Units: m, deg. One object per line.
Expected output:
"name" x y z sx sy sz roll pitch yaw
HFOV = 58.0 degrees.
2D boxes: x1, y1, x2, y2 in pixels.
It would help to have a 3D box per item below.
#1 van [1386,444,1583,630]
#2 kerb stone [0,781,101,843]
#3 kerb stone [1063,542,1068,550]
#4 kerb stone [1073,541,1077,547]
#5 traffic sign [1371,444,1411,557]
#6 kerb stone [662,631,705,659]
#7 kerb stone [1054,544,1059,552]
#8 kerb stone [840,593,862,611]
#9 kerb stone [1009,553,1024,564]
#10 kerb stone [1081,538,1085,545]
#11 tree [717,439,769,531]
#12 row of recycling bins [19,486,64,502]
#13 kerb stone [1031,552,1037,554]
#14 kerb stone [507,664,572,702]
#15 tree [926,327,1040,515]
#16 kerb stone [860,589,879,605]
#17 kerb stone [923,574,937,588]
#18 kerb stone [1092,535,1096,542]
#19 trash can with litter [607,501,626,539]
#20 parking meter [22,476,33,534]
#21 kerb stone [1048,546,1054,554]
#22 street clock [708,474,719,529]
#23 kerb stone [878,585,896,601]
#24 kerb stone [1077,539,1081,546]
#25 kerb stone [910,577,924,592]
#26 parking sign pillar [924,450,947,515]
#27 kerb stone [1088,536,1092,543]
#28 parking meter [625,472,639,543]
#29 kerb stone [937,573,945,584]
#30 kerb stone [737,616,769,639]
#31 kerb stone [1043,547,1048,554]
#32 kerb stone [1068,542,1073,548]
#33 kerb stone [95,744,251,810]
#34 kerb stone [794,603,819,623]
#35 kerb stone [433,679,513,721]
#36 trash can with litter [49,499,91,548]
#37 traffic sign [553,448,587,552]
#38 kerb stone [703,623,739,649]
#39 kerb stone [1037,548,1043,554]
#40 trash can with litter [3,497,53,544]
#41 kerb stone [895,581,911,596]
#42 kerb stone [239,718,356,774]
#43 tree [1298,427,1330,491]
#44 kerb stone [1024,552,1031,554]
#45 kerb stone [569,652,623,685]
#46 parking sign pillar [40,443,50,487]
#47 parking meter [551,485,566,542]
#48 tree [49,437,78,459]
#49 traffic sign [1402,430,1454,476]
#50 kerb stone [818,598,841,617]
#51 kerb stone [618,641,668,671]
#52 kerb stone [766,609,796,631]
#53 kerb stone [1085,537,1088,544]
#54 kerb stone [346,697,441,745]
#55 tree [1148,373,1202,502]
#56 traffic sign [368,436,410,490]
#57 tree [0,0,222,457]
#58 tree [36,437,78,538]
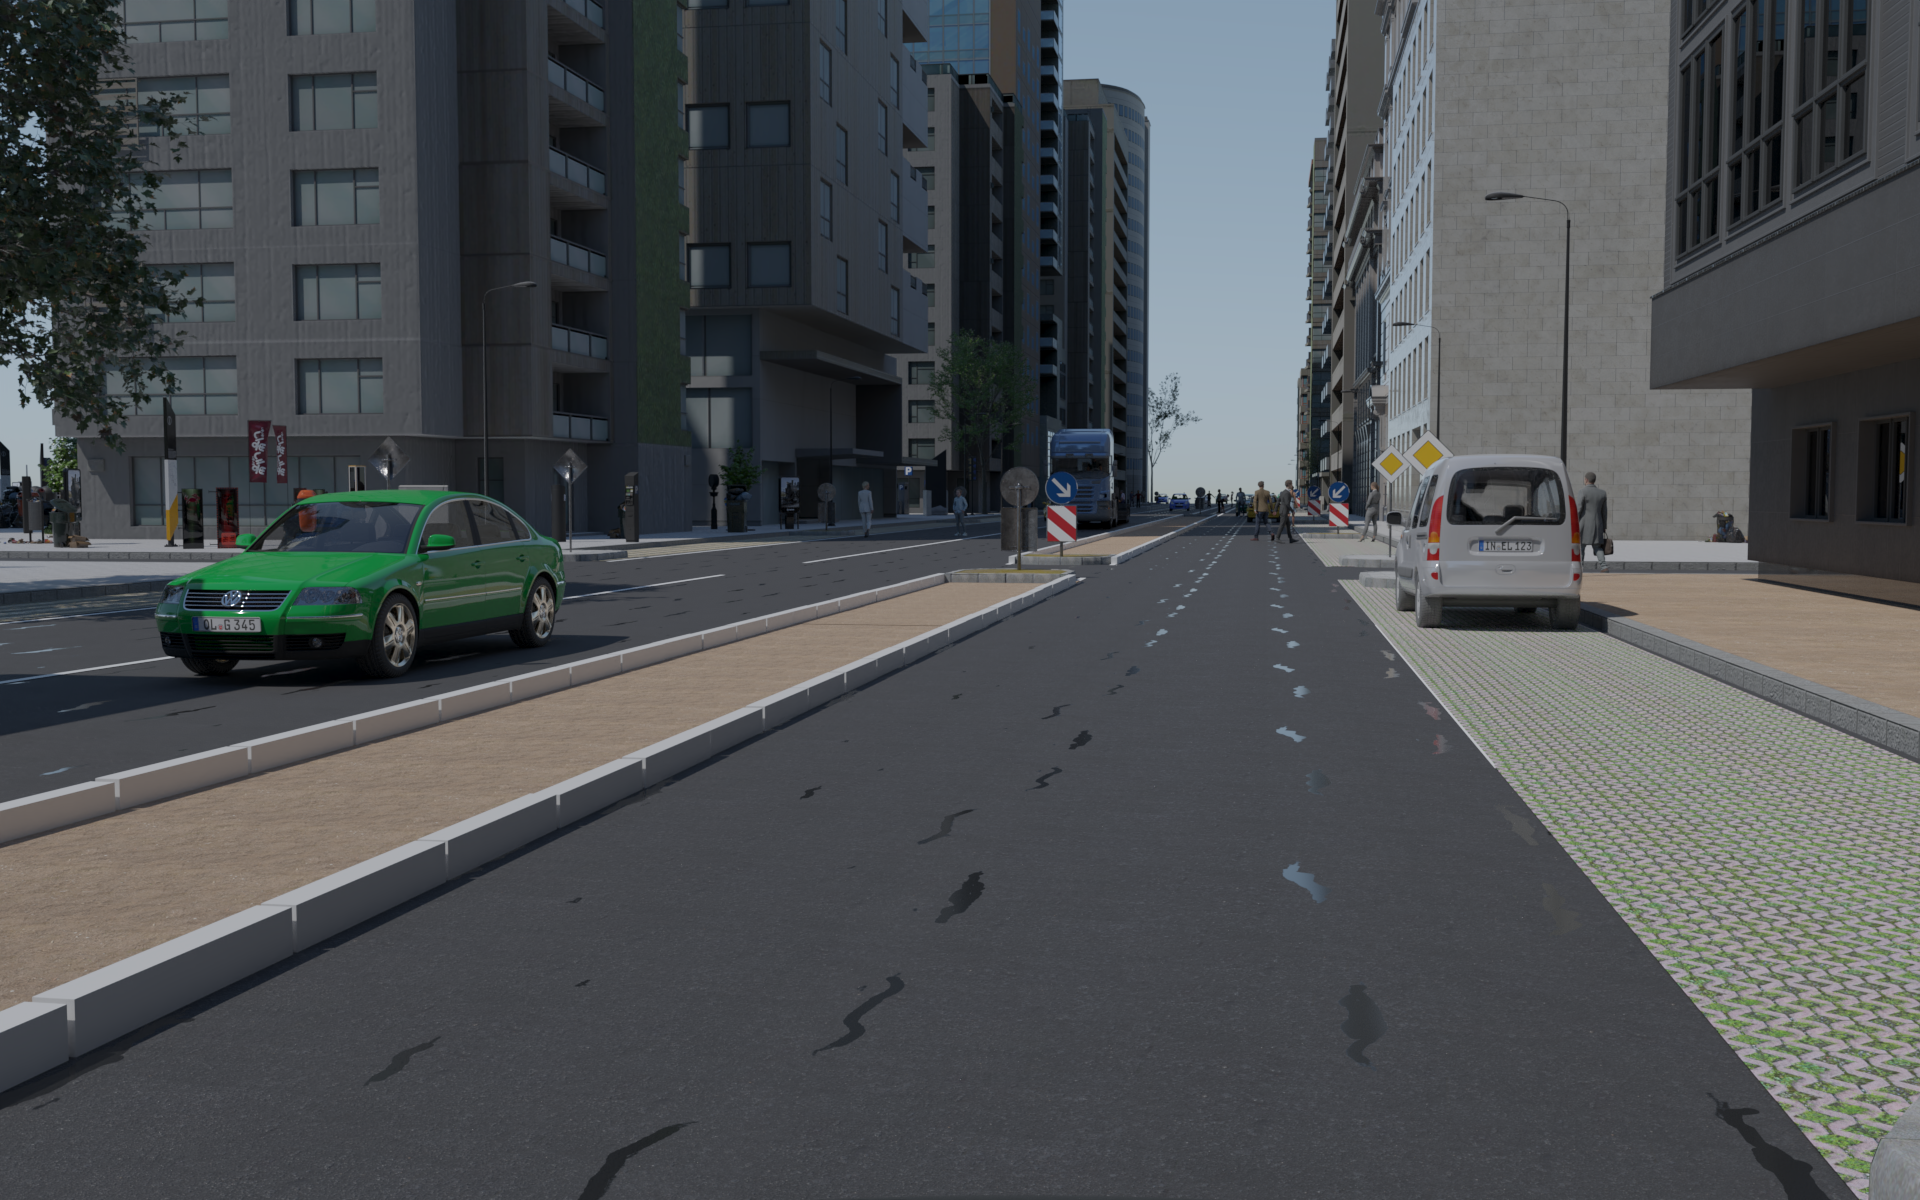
"van" 5.917 -0.775 19.678 2.013 2.044 4.112 1 4 10
"kerb stone" -3.931 0.920 7.280 0.120 0.150 1.000 1 4 10
"kerb stone" 2.581 -1.345 44.237 0.120 0.150 1.000 1 4 10
"kerb stone" 2.943 -1.472 46.255 0.120 0.150 1.000 1 4 10
"traffic sign" 8.707 -1.919 35.018 0.795 2.450 0.064 1 4 10
"kerb stone" -2.510 0.416 15.386 0.120 0.150 1.000 1 4 10
"kerb stone" 2.225 -1.224 42.208 0.120 0.150 1.000 1 4 10
"kerb stone" -1.425 0.045 21.456 0.120 0.150 1.000 1 4 10
"kerb stone" 1.150 -0.850 36.126 0.120 0.150 1.000 1 4 10
"kerb stone" 3.294 -1.595 48.269 0.120 0.150 1.000 1 4 10
"tree" -7.760 -4.040 60.658 1.663 3.219 1.824 0 3 0
"row of recycling bins" -52.963 -5.701 100.317 1.069 1.692 3.534 0 4 5
"kerb stone" 1.516 -0.976 38.158 0.120 0.150 1.000 1 4 10
"kerb stone" -3.038 0.602 12.355 0.120 0.150 1.000 1 4 10
"tree" 1.412 -11.197 108.822 9.928 11.665 9.643 0 3 0
"kerb stone" -1.257 -0.017 22.474 0.120 0.150 1.000 1 4 10
"kerb stone" -0.544 -0.263 26.504 0.120 0.150 1.000 1 4 10
"kerb stone" 3.831 -1.775 51.296 0.120 0.150 1.000 1 4 10
"trash can with litter" -9.718 -2.343 49.693 1.055 1.170 0.624 3 4 37
"parking meter" -30.401 -3.103 56.448 0.255 1.863 0.399 -2 4 -24
"kerb stone" 2.044 -1.162 41.196 0.120 0.150 1.000 1 4 10
"street clock" -8.956 -3.577 63.051 0.358 2.002 0.471 -2 4 -33
"kerb stone" -1.070 -0.076 23.480 0.120 0.150 1.000 1 4 10
"kerb stone" 3.121 -1.529 47.262 0.120 0.150 1.000 1 4 10
"kerb stone" -0.719 -0.202 25.494 0.120 0.150 1.000 1 4 10
"parking sign pillar" -1.492 -7.081 104.254 1.447 3.967 1.447 -1 4 -15
"kerb stone" 3.658 -1.718 50.288 0.120 0.150 1.000 1 4 10
"parking meter" -8.706 -2.462 45.968 0.255 1.863 0.399 1 4 11
"kerb stone" -0.369 -0.326 27.524 0.120 0.150 1.000 1 4 10
"kerb stone" -2.148 0.293 17.405 0.120 0.150 1.000 1 4 10
"kerb stone" 1.869 -1.101 40.189 0.120 0.150 1.000 1 4 10
"kerb stone" 2.767 -1.403 45.249 0.120 0.150 1.000 1 4 10
"kerb stone" -3.755 0.850 8.298 0.120 0.150 1.000 1 4 10
"kerb stone" -1.795 0.169 19.437 0.120 0.150 1.000 1 4 10
"kerb stone" -3.217 0.664 11.337 0.120 0.150 1.000 1 4 10
"trash can with litter" -21.220 -1.836 41.399 1.055 1.170 0.624 1 4 23
"traffic sign" -8.568 -2.106 38.073 0.795 2.450 0.064 1 4 10
"kerb stone" -2.324 0.357 16.392 0.120 0.150 1.000 1 4 10
"kerb stone" 1.698 -1.039 39.181 0.120 0.150 1.000 1 4 10
"trash can with litter" -24.249 -2.086 45.164 2.233 1.210 1.678 2 4 27
"kerb stone" -0.895 -0.136 24.487 0.120 0.150 1.000 1 4 10
"kerb stone" -3.577 0.788 9.313 0.120 0.150 1.000 1 4 10
"tree" 39.347 -14.773 191.908 4.360 8.622 3.978 0 3 0
"kerb stone" 1.334 -0.914 37.143 0.120 0.150 1.000 1 4 10
"kerb stone" -2.857 0.540 13.362 0.120 0.150 1.000 1 4 10
"parking sign pillar" -48.728 -6.348 92.258 1.447 3.967 1.447 -2 4 -31
"parking meter" -10.729 -2.317 46.298 0.372 1.533 0.369 0 3 0
"tree" -36.649 -5.486 73.417 4.285 4.588 4.351 0 3 0
"traffic sign" 7.321 -1.438 27.153 0.795 2.450 0.064 1 4 10
"kerb stone" -1.613 0.110 20.443 0.120 0.150 1.000 1 4 10
"kerb stone" -2.677 0.478 14.378 0.120 0.150 1.000 1 4 10
"kerb stone" -1.968 0.230 18.429 0.120 0.150 1.000 1 4 10
"kerb stone" 3.470 -1.655 49.284 0.120 0.150 1.000 1 4 10
"kerb stone" -3.397 0.726 10.322 0.120 0.150 1.000 1 4 10
"tree" 31.184 -25.246 268.662 12.611 20.169 13.585 0 3 0
"traffic sign" -9.954 -1.625 30.208 0.795 2.450 0.064 1 4 10
"tree" -14.132 -6.391 21.493 9.611 12.733 9.660 0 3 0
"tree" -26.398 -3.452 51.044 1.663 3.219 1.824 0 3 0
